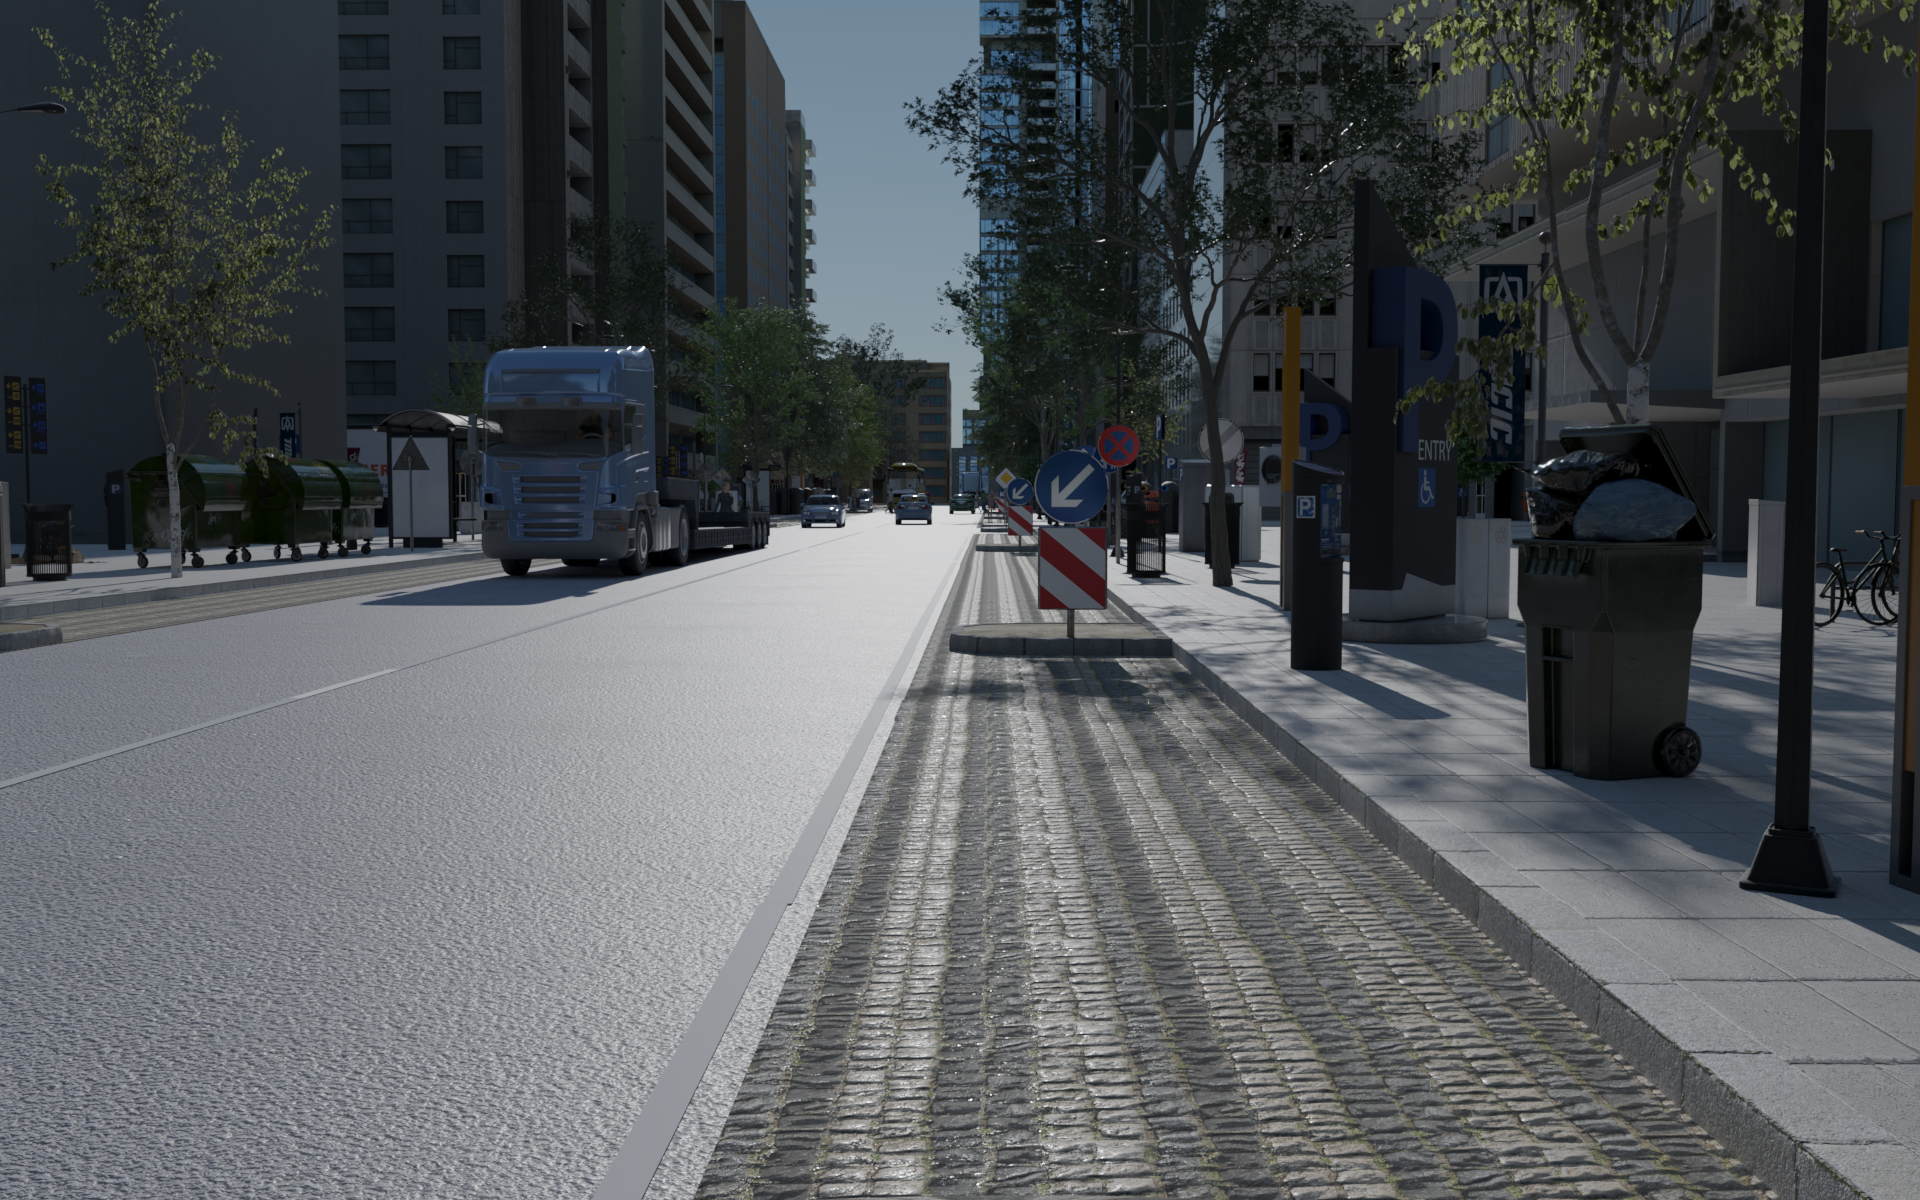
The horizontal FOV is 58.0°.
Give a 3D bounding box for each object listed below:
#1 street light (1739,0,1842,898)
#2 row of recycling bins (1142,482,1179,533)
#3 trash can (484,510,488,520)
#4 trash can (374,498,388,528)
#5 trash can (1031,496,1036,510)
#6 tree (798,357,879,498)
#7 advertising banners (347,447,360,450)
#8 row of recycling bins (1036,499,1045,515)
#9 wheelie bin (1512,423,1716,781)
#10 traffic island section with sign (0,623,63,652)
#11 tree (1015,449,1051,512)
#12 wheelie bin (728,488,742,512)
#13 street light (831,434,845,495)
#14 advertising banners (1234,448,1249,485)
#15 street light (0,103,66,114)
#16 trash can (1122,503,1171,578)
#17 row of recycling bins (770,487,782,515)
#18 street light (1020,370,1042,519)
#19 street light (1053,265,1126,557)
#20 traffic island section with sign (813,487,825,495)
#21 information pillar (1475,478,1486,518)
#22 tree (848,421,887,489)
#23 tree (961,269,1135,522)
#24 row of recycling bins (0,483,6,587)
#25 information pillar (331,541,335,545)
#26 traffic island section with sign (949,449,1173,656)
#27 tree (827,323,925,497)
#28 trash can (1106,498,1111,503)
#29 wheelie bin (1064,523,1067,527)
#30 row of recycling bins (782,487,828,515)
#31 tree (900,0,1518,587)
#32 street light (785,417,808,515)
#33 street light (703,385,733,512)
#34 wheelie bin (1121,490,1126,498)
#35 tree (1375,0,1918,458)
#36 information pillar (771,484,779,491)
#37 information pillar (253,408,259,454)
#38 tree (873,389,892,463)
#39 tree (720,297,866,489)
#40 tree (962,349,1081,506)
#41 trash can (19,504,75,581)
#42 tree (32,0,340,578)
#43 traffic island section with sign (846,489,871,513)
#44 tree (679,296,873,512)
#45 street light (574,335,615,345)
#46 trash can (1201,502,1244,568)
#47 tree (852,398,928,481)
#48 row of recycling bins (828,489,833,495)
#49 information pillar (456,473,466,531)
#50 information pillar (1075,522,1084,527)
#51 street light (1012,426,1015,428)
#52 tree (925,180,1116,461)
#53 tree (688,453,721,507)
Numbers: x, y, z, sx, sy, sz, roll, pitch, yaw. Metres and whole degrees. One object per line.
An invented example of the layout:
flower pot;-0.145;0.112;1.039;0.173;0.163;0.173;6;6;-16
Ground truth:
street light;2.179;-2.016;5.509;1.470;5.913;1.316;0;4;1
row of recycling bins;7.225;-3.053;57.029;3.534;1.692;1.069;2;4;33
trash can;-13.105;-2.271;48.784;0.748;1.137;0.748;0;3;0
trash can;-22.115;-3.333;66.152;0.748;1.137;0.748;0;3;0
trash can;6.127;-7.952;141.669;0.748;1.137;0.748;0;3;0
tree;-10.575;-13.816;144.016;7.486;12.596;7.792;0;3;0
advertising banners;-23.516;-4.204;64.919;2.074;3.025;0.090;0;4;-7
row of recycling bins;5.845;-6.360;111.101;1.069;1.692;3.534;-1;4;-20
wheelie bin;2.992;-0.004;7.976;0.693;1.594;0.980;-1;4;-21
traffic island section with sign;-9.627;-0.461;16.162;1.989;1.847;2.006;0;4;1
tree;5.623;-8.662;125.342;4.285;4.588;4.351;0;3;0
wheelie bin;-11.678;-4.962;89.038;0.980;1.594;0.693;0;4;4
street light;-9.466;-9.912;134.594;1.470;5.913;1.316;0;4;1
advertising banners;9.927;-4.266;65.944;2.074;3.025;0.090;0;4;4
street light;-11.315;-2.947;20.724;1.470;5.913;1.316;0;4;1
trash can;2.873;-0.920;26.688;0.748;1.137;0.748;0;3;0
row of recycling bins;-12.867;-6.409;111.906;1.069;1.692;3.534;1;4;17
street light;3.097;-5.654;64.977;1.470;5.913;1.316;0;4;1
street light;2.678;-3.835;35.242;1.470;5.913;1.316;0;4;1
traffic island section with sign;-8.132;-5.602;100.214;1.989;1.847;2.006;0;4;1
information pillar;21.999;-4.202;73.202;0.304;2.012;0.304;3;5;39
tree;-9.220;-13.280;167.486;4.360;8.622;3.978;0;3;0
tree;4.214;-9.440;80.104;9.928;11.665;9.643;0;3;0
row of recycling bins;-14.931;-1.006;23.566;3.534;1.692;1.069;-1;4;-11
information pillar;-16.020;-2.406;43.830;0.304;2.012;0.304;0;4;-4
traffic island section with sign;0.903;-0.463;16.202;1.989;1.847;2.006;0;4;1
tree;-8.552;-20.374;188.997;12.611;20.169;13.585;0;3;0
trash can;4.808;-2.930;59.567;0.748;1.137;0.748;0;3;0
wheelie bin;4.162;-3.370;63.002;0.980;1.594;0.693;2;4;31
row of recycling bins;-10.765;-6.822;118.645;1.069;1.692;3.534;2;4;34
tree;3.610;-5.488;24.135;8.767;10.594;7.601;-1;4;-11
street light;-9.822;-8.034;103.893;1.470;5.913;1.316;0;4;1
street light;-10.369;-6.204;73.978;1.470;5.913;1.316;0;4;1
wheelie bin;11.997;-7.162;125.005;0.693;1.594;0.980;0;4;-8
tree;3.990;-3.647;9.986;4.360;8.622;3.978;0;3;0
information pillar;-13.369;-7.297;123.801;0.304;2.012;0.304;-3;5;-44
information pillar;-19.062;-3.400;46.950;0.183;3.616;0.504;-1;4;-16
tree;-10.060;-14.151;157.128;9.928;11.665;9.643;0;3;0
tree;-10.994;-12.560;112.007;9.857;13.997;8.962;0;3;0
tree;5.034;-14.122;137.556;9.857;13.997;8.962;0;3;0
trash can;-13.517;-0.858;25.686;0.748;1.137;0.748;0;3;0
tree;-11.861;-4.637;26.183;4.360;8.622;3.978;0;3;0
traffic island section with sign;-7.648;-7.312;128.172;1.989;1.847;2.006;0;4;1
tree;-10.813;-10.107;91.005;9.928;11.665;9.643;0;3;0
street light;-10.772;-4.785;50.770;1.470;5.913;1.316;0;4;1
trash can;4.558;-1.128;30.096;0.748;1.137;0.748;0;3;0
tree;-9.130;-18.896;219.319;12.009;13.543;11.850;0;3;0
row of recycling bins;-11.432;-8.463;145.486;1.069;1.692;3.534;1;4;10
information pillar;-17.267;-3.382;59.788;0.304;2.012;0.304;2;4;26
information pillar;3.242;-2.637;47.606;0.304;2.012;0.304;3;4;38
street light;3.494;-7.044;87.707;1.470;5.913;1.316;0;4;1
tree;4.515;-15.347;106.813;12.611;20.169;13.585;0;3;0
tree;-11.776;-5.320;81.578;1.663;3.219;1.824;0;3;0
